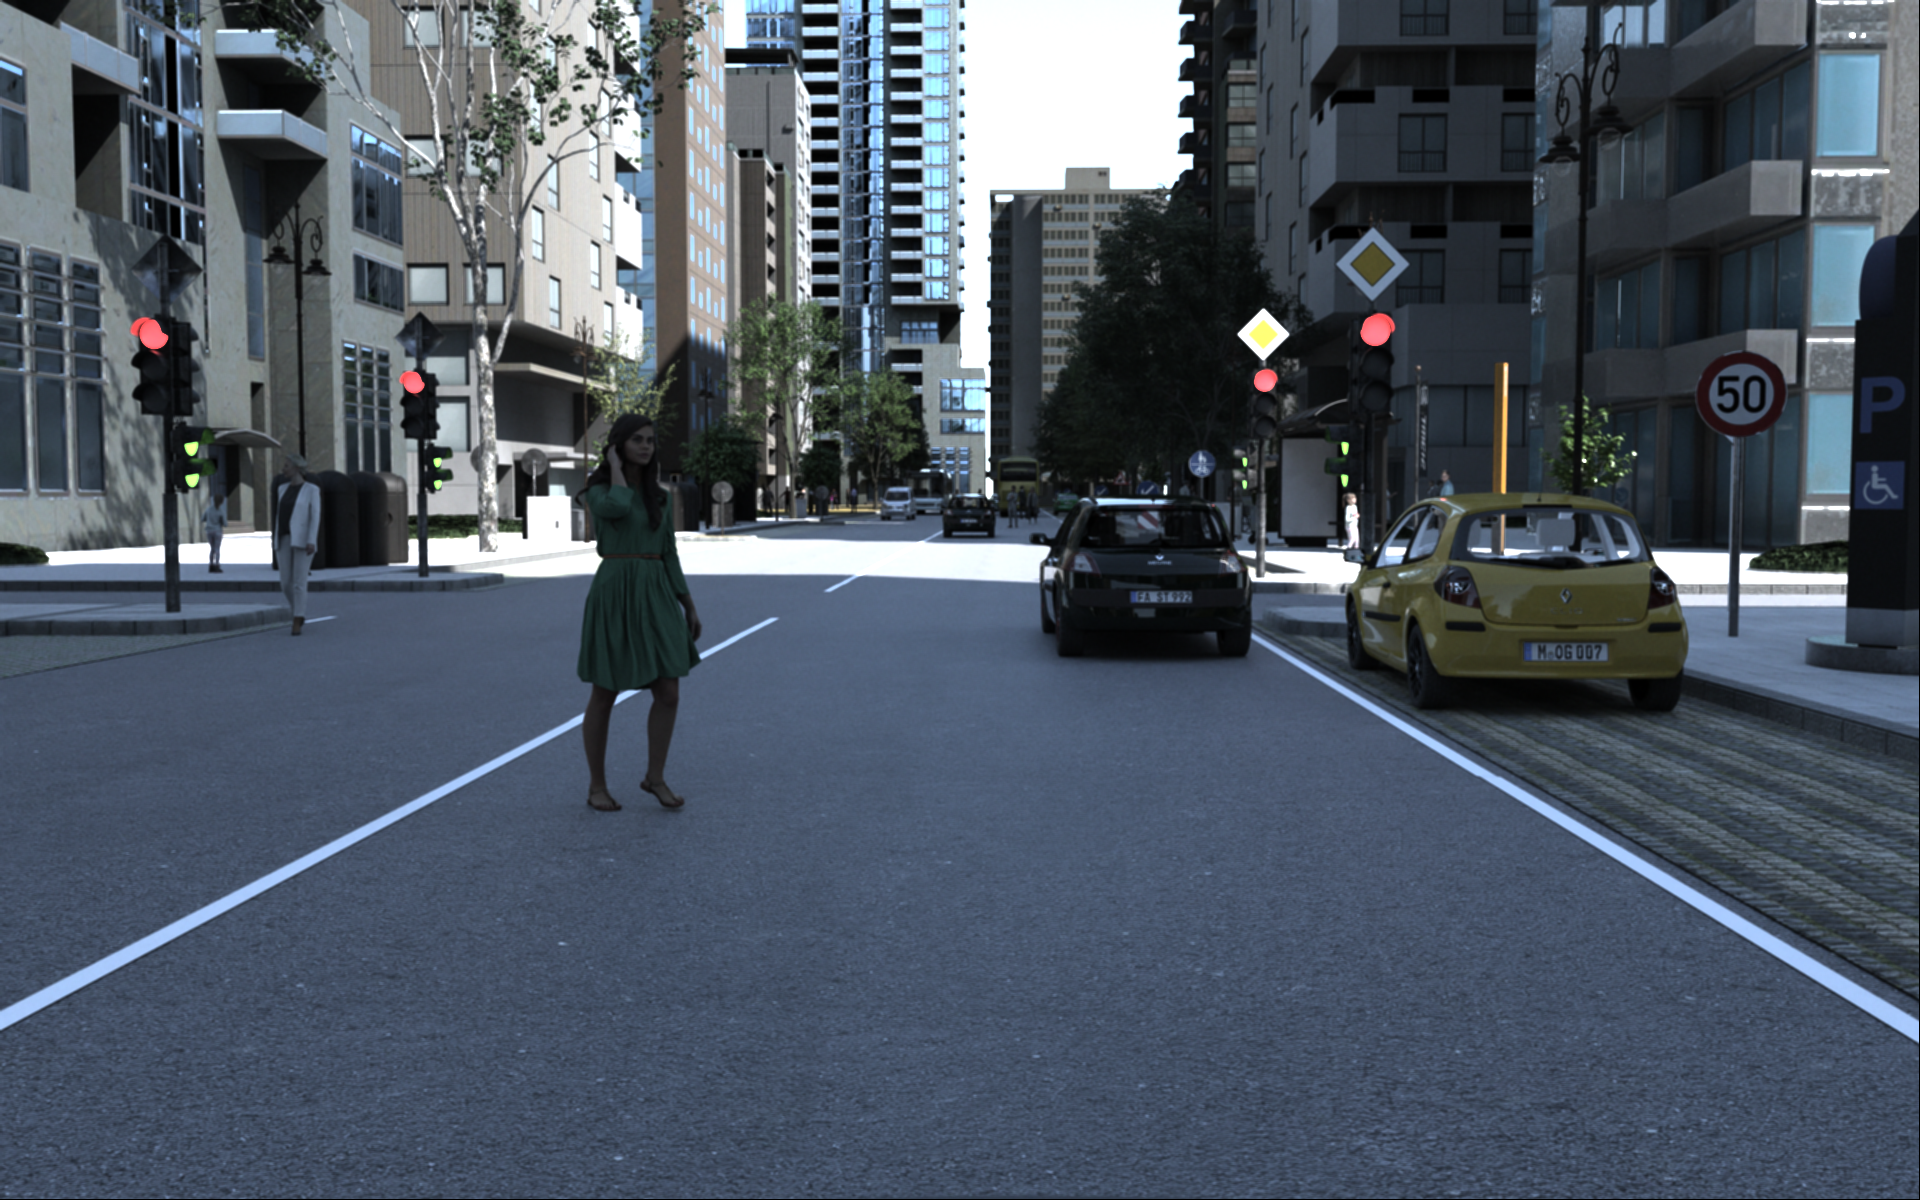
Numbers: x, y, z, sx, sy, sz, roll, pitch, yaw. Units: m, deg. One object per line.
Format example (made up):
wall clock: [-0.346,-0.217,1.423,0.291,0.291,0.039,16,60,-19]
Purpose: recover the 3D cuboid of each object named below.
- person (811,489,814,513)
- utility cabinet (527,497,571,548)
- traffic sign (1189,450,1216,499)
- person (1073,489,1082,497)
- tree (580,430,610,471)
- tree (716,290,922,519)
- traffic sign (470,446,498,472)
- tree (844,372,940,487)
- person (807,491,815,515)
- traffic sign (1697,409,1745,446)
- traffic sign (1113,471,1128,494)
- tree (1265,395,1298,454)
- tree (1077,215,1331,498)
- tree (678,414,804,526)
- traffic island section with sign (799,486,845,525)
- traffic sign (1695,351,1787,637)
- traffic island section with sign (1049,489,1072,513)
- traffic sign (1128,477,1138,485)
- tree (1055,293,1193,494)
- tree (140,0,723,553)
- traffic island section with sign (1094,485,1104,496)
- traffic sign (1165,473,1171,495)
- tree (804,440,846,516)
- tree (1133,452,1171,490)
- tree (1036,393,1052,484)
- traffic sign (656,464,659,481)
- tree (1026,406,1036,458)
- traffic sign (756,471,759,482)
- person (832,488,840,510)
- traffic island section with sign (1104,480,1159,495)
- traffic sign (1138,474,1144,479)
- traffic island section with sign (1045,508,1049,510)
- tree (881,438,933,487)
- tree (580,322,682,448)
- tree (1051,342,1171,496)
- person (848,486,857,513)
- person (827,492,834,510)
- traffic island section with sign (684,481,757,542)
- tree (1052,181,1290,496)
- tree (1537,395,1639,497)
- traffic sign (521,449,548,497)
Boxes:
person: [-10.109,-6.755,117.197,0.721,1.736,1.217,0,4,-7]
utility cabinet: [-9.871,-1.863,41.619,1.020,1.237,0.306,-1,4,-12]
traffic sign: [7.082,-3.093,50.681,0.768,2.556,0.104,0,4,5]
person: [11.044,-9.651,163.965,1.348,1.807,0.705,-3,5,-40]
tree: [-10.470,-3.527,52.270,1.663,3.219,1.824,0,3,0]
tree: [-8.470,-9.915,87.867,9.928,11.665,9.643,0,3,0]
traffic sign: [-12.221,-2.715,44.488,0.768,2.556,0.104,1,4,11]
tree: [-6.499,-15.062,163.279,9.611,12.733,9.660,0,3,0]
person: [-9.221,-6.168,107.625,0.721,1.736,1.217,-1,4,-19]
traffic sign: [8.445,-1.170,18.863,0.795,2.593,0.064,0,4,7]
traffic sign: [9.210,-6.085,99.492,0.884,2.594,0.081,1,4,9]
tree: [18.877,-9.011,97.687,4.737,8.622,4.395,0,3,0]
tree: [8.141,-7.617,58.942,8.767,10.594,7.601,0,4,6]
tree: [-9.448,-5.241,69.412,4.285,4.588,4.351,0,3,0]
traffic island section with sign: [-6.332,-4.347,79.705,1.989,1.847,2.006,0,4,2]
traffic sign: [6.968,-0.943,15.527,0.768,2.556,0.104,1,4,11]
traffic island section with sign: [7.843,-7.343,128.682,1.989,1.847,2.006,0,4,2]
traffic sign: [10.194,-6.213,101.579,0.884,2.594,0.081,0,4,4]
tree: [8.937,-10.085,90.639,9.928,11.665,9.643,0,3,0]
tree: [-11.129,-11.021,36.090,12.611,20.169,13.585,0,3,0]
traffic island section with sign: [6.254,-4.265,78.367,1.989,1.847,2.006,0,4,2]
traffic sign: [9.708,-4.837,81.212,0.606,2.300,0.079,0,4,7]
tree: [-8.467,-7.275,102.666,4.285,4.588,4.351,0,3,0]
tree: [8.776,-5.097,77.933,1.663,3.219,1.824,0,3,0]
tree: [11.777,-14.825,149.040,9.857,13.997,8.962,0,3,0]
traffic sign: [-10.138,-3.334,56.640,0.606,2.300,0.079,0,4,2]
tree: [11.158,-16.037,168.857,9.857,13.997,8.962,0,3,0]
traffic sign: [-9.974,-5.060,82.836,0.768,2.556,0.104,0,4,5]
person: [-10.286,-8.348,142.976,0.683,1.767,0.568,-2,4,-27]
traffic island section with sign: [5.403,-2.618,51.425,1.989,1.847,2.006,0,4,2]
traffic sign: [10.387,-5.945,96.940,0.795,2.593,0.064,1,4,8]
traffic island section with sign: [8.724,-9.038,156.400,1.989,1.847,2.006,0,4,2]
tree: [-6.260,-14.773,175.951,7.601,10.594,8.767,0,4,-1]
tree: [-14.349,-7.631,75.124,4.737,8.622,4.395,0,3,0]
tree: [10.228,-11.620,108.116,7.486,12.596,7.792,0,3,0]
person: [-7.278,-6.764,116.508,0.599,1.838,0.709,2,4,28]
person: [-10.557,-8.097,141.659,0.599,1.433,0.991,2,4,31]
traffic island section with sign: [-7.198,-2.673,52.337,1.989,1.847,2.006,0,4,2]
tree: [8.928,-10.033,70.698,9.857,13.997,8.962,0,3,0]
tree: [10.983,-2.222,30.934,1.663,3.219,1.824,0,3,0]
traffic sign: [-11.904,-2.956,48.437,0.768,2.556,0.104,1,4,8]
